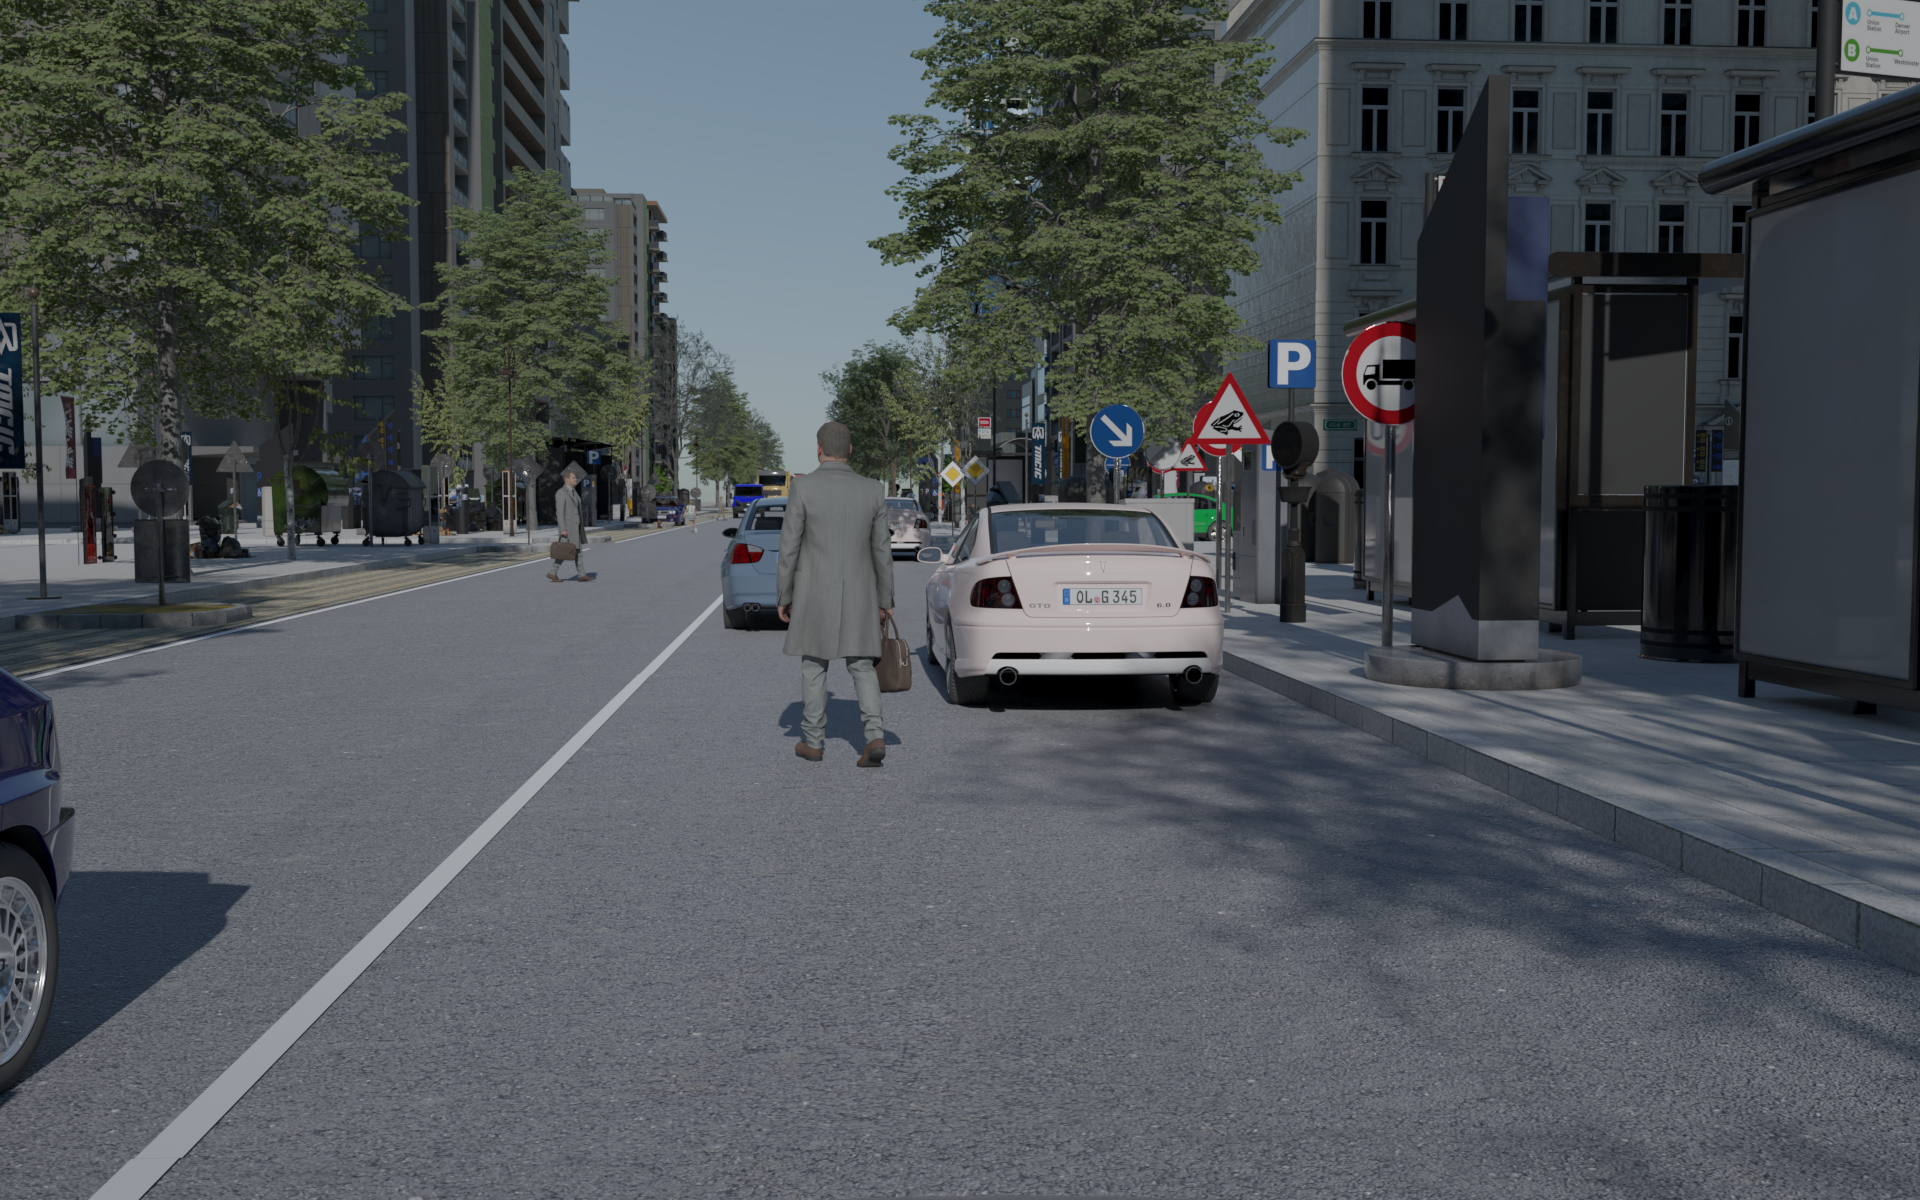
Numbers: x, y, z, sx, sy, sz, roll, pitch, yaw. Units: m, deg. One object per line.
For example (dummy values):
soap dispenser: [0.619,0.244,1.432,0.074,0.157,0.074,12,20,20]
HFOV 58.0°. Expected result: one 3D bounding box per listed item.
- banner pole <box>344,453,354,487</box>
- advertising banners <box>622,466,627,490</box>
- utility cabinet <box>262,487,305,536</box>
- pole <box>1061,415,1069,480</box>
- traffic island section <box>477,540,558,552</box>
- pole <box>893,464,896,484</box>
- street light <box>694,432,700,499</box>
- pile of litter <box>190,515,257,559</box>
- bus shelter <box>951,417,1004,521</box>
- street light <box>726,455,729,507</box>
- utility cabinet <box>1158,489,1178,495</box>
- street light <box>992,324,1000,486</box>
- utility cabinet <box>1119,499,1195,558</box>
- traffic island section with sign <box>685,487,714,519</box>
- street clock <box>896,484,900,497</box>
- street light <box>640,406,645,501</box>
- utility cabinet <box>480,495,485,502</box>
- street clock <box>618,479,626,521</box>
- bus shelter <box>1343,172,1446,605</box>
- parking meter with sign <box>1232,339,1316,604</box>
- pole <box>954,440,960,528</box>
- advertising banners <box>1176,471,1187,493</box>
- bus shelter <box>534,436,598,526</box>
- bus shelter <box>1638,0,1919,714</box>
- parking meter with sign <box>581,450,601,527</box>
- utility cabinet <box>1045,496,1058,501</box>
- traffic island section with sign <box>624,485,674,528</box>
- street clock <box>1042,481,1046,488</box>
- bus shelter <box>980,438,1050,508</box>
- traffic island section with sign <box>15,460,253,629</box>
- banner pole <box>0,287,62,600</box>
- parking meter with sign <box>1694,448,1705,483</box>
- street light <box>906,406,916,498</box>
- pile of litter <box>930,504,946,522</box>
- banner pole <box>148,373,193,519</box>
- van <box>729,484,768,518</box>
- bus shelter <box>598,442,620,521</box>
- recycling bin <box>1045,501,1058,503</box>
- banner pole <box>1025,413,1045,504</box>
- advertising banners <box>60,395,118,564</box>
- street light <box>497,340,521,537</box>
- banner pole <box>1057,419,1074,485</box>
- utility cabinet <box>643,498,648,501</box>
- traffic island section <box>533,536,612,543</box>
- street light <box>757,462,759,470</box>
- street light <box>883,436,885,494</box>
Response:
banner pole: [-37.185,-7.056,105.383,0.863,3.779,0.401,0,4,4]
advertising banners: [-20.312,-6.870,108.512,2.074,3.025,0.090,2,4,25]
utility cabinet: [-20.541,-2.686,52.593,1.173,1.500,0.318,-3,4,-36]
pole: [2.645,-3.043,43.591,0.158,3.312,0.155,0,3,0]
traffic island section: [-10.942,-1.321,43.881,2.009,0.180,2.903,0,4,-4]
pole: [-4.528,-7.668,119.222,0.158,3.312,0.155,0,3,0]
street light: [-19.480,-9.505,128.198,0.468,5.910,1.993,0,4,-4]
pile of litter: [-15.051,-1.267,34.683,1.719,0.858,1.176,-1,4,-8]
bus shelter: [0.753,-6.729,87.648,2.179,5.291,8.768,0,4,-4]
street light: [-22.520,-11.861,166.720,0.468,5.910,1.993,0,4,-4]
utility cabinet: [9.720,-4.425,81.034,0.318,1.500,1.173,3,5,43]
street light: [0.881,-4.374,44.308,0.468,5.910,1.993,0,4,-4]
utility cabinet: [2.752,-0.803,24.291,1.020,1.237,0.306,-1,4,-13]
traffic island section with sign: [-15.387,-5.660,101.176,1.989,1.847,2.006,0,4,-4]
street clock: [-4.412,-7.093,120.544,0.471,2.002,0.358,1,4,13]
street light: [-16.579,-7.188,90.308,0.468,5.910,1.993,0,4,-4]
utility cabinet: [-31.554,-6.285,113.928,0.306,1.237,1.020,-2,4,-32]
street clock: [-15.892,-4.700,81.420,0.358,2.002,0.471,0,4,3]
bus shelter: [5.806,-2.553,19.366,2.179,5.291,8.768,0,4,-4]
parking meter with sign: [3.630,-1.479,20.447,0.543,3.016,1.738,-1,4,-8]
pole: [-0.115,-4.382,65.490,0.158,3.312,0.155,0,3,0]
advertising banners: [8.884,-4.276,66.092,2.074,3.025,0.090,1,4,18]
bus shelter: [-16.649,-4.983,72.748,1.731,3.624,6.357,0,4,-4]
bus shelter: [5.830,-1.944,9.415,2.179,5.291,8.768,0,4,-5]
parking meter with sign: [-14.689,-4.414,68.435,0.543,3.016,1.738,0,4,5]
utility cabinet: [3.592,-3.475,67.976,0.306,1.237,1.020,3,4,38]
traffic island section with sign: [-13.297,-4.007,74.144,1.989,1.847,2.006,0,4,-4]
street clock: [3.683,-4.531,78.650,0.358,2.002,0.471,2,4,32]
bus shelter: [2.010,-4.335,64.797,2.014,3.302,5.546,0,4,-5]
traffic island section with sign: [-9.057,-0.650,19.253,1.989,1.847,2.006,0,4,-4]
banner pole: [-11.450,-1.899,21.066,0.863,3.779,0.401,0,4,-7]
parking meter with sign: [28.159,-4.272,66.111,0.543,3.016,1.738,3,4,36]
street light: [-2.499,-7.042,87.918,0.468,5.910,1.993,0,4,-4]
pile of litter: [-1.442,-4.052,80.214,1.719,0.858,1.176,1,4,15]
banner pole: [-16.518,-2.811,35.973,0.401,3.779,0.863,2,4,33]
van: [-12.611,-6.065,103.543,2.240,2.365,5.245,0,4,-6]
bus shelter: [-16.869,-5.412,79.776,1.731,3.624,6.357,0,4,-5]
recycling bin: [2.975,-2.988,61.401,0.722,1.027,0.722,3,4,36]
banner pole: [2.270,-3.885,53.538,0.863,3.779,0.401,-1,4,-19]
advertising banners: [-15.975,-2.176,31.760,0.090,3.025,2.074,0,4,-3]
street light: [-13.512,-4.849,52.061,0.468,5.910,1.993,0,4,-4]
banner pole: [3.554,-4.149,57.851,0.863,3.779,0.401,-3,4,-38]
utility cabinet: [-17.076,-5.253,94.570,0.318,1.500,1.173,0,4,3]
traffic island section: [-11.558,-1.808,51.843,2.009,0.180,2.903,0,4,-4]
street light: [-28.978,-16.910,249.270,0.468,5.910,1.993,0,4,-4]
street light: [-5.531,-9.381,126.168,0.468,5.910,1.993,0,4,-4]
